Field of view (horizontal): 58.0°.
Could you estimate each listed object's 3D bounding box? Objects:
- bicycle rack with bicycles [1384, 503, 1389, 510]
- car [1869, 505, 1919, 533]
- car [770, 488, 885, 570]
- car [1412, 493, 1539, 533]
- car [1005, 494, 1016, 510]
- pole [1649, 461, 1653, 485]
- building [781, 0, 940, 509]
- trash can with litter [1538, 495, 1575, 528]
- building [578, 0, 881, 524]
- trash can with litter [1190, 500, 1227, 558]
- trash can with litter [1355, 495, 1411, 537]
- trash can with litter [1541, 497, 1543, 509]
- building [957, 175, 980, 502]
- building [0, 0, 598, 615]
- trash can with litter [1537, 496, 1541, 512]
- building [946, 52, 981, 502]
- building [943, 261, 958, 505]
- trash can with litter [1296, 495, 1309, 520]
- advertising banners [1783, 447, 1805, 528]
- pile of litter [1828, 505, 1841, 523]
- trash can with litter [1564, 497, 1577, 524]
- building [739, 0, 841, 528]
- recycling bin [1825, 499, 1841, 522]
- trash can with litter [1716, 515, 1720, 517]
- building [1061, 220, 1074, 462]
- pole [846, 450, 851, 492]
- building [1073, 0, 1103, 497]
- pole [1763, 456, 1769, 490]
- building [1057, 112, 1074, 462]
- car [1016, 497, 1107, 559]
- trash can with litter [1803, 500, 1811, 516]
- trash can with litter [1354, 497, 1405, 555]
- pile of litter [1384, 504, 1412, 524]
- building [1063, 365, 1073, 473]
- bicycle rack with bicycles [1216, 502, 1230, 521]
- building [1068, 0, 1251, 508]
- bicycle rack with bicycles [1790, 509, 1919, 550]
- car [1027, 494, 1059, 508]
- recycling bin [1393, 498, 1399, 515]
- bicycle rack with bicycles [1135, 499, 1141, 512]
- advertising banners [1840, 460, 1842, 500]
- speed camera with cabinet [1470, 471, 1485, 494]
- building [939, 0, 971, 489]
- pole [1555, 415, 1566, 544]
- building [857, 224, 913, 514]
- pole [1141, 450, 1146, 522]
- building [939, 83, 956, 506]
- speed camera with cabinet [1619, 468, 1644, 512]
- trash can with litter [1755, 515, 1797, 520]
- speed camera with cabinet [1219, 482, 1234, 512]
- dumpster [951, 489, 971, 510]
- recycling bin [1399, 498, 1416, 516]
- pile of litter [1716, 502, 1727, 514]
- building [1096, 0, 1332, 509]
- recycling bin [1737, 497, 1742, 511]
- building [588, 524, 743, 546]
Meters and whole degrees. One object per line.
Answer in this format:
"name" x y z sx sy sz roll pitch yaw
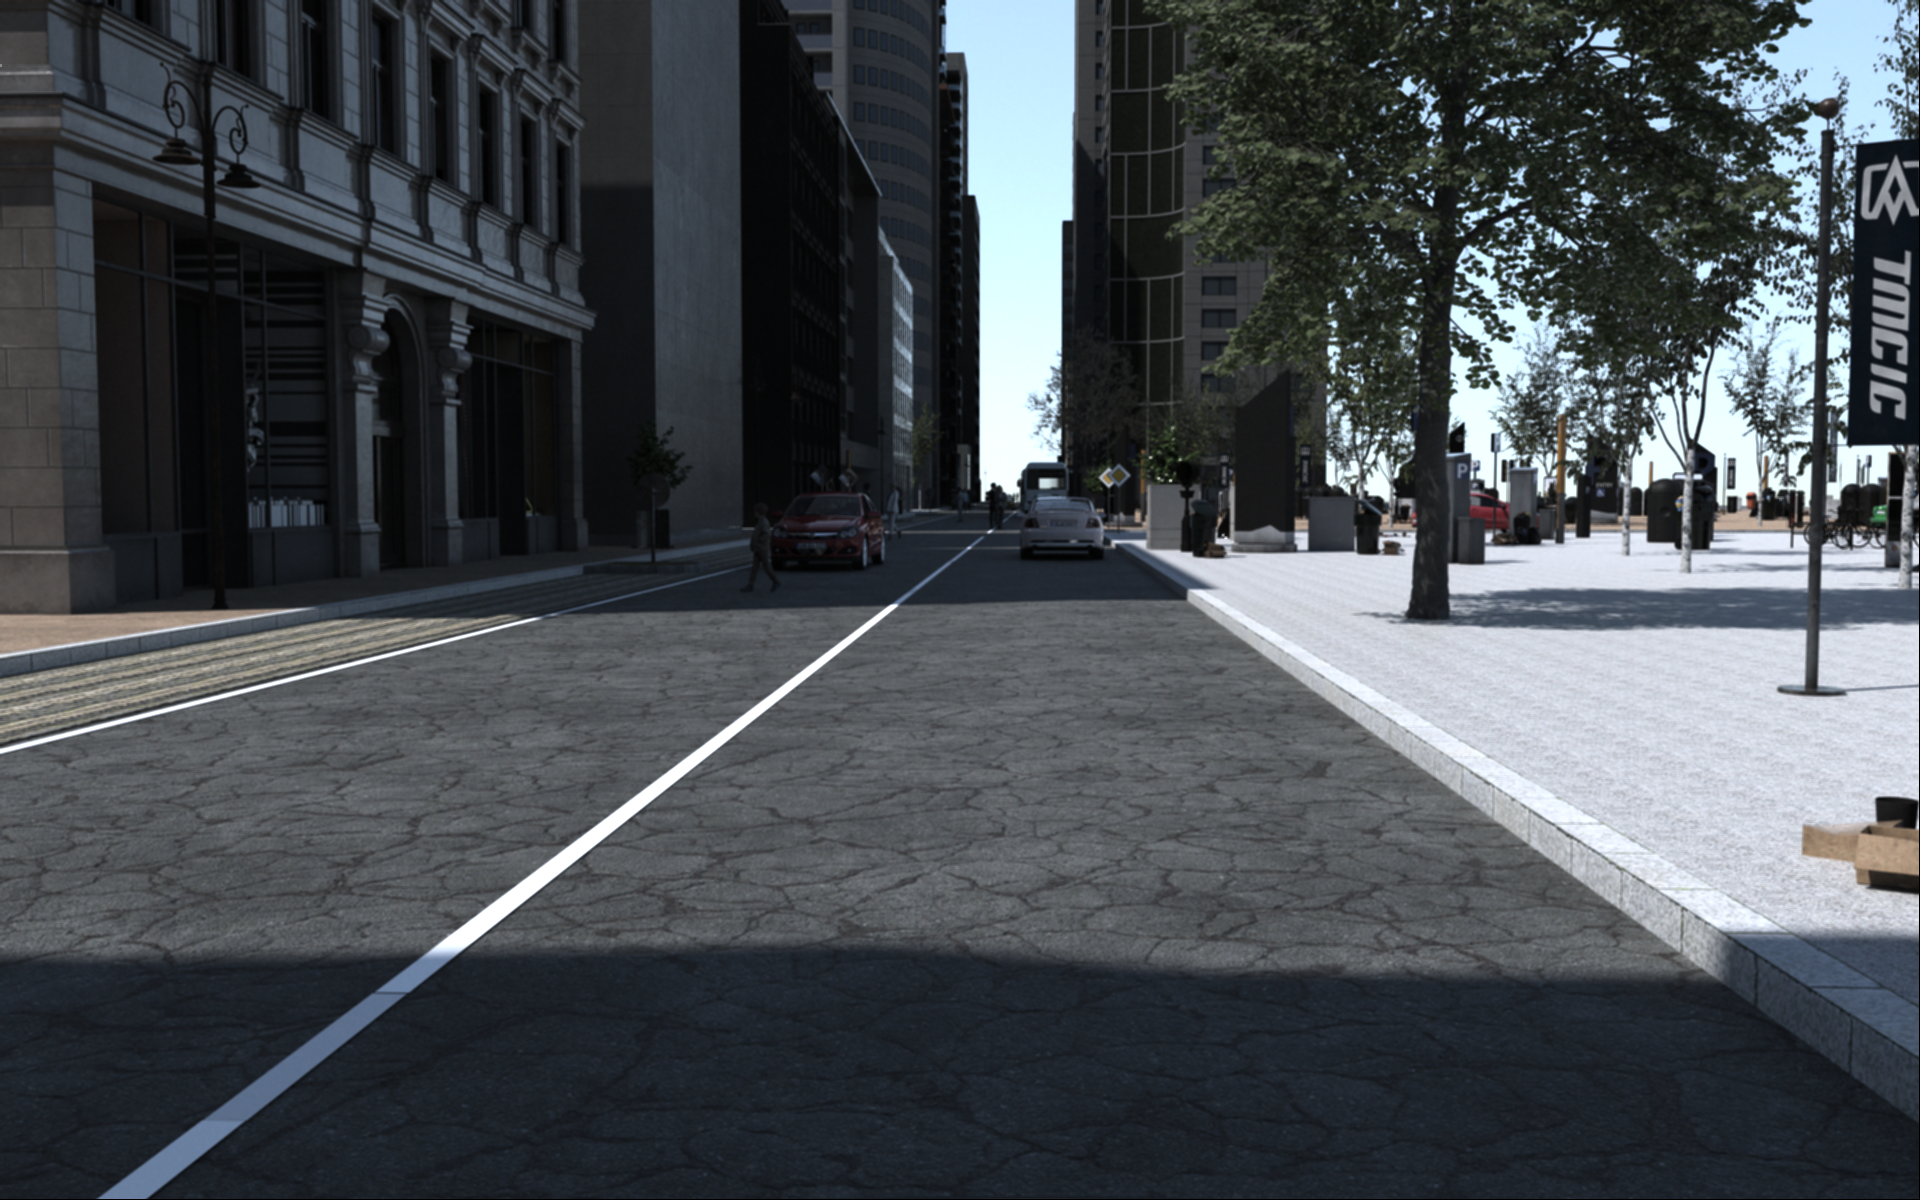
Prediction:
"bicycle rack with bicycles" 31.713 -6.870 125.706 2.852 0.926 2.925 0 4 1
"car" 33.187 -3.019 58.161 4.718 1.807 1.959 0 4 2
"car" -2.561 -1.528 34.028 2.155 1.783 4.494 0 4 5
"car" 18.070 -3.138 60.350 4.494 1.783 2.155 0 4 2
"car" 4.015 -8.846 154.857 2.015 1.641 3.980 0 4 1
"pole" 43.009 -6.973 107.853 0.158 3.312 0.155 0 3 0
"building" -13.101 -37.402 153.527 21.231 58.520 28.212 0 4 3
"trash can with litter" 22.407 -3.390 66.482 2.233 1.210 1.678 2 4 27
"building" -12.750 -16.932 95.909 14.314 24.678 30.058 0 4 3
"trash can with litter" 5.082 -1.445 35.015 0.624 1.170 1.055 -1 4 -19
"trash can with litter" 12.674 -2.505 52.007 2.233 1.210 1.678 1 4 22
"trash can with litter" 27.636 -4.226 80.476 0.624 1.170 1.055 3 5 41
"building" -7.953 -39.277 265.877 21.300 48.544 21.600 0 4 3
"building" -13.807 -10.300 19.313 10.553 20.767 40.483 0 4 3
"trash can with litter" 36.409 -5.964 108.904 0.624 1.170 1.055 2 4 32
"building" -6.845 -51.864 286.223 20.563 71.187 20.611 0 4 3
"building" -7.588 -26.448 204.119 14.160 30.474 14.107 0 4 3
"trash can with litter" 17.787 -4.671 87.432 2.233 1.210 1.678 -2 4 -35
"advertising banners" 31.367 -4.221 65.205 2.074 3.025 0.090 -3 5 -43
"pile of litter" 38.671 -3.789 75.908 1.176 0.858 1.719 1 4 23
"trash can with litter" 25.903 -3.812 73.716 1.055 1.170 0.624 -3 5 -40
"building" -12.055 -14.838 72.281 12.332 23.373 15.834 0 4 3
"recycling bin" 40.712 -4.160 80.571 0.722 1.027 0.722 2 4 32
"trash can with litter" 41.754 -5.261 97.073 2.233 1.210 1.678 -2 4 -25
"building" 22.230 -35.244 259.841 14.154 41.232 14.086 0 4 3
"pole" -5.150 -5.282 80.200 0.158 3.312 0.155 0 3 0
"building" 22.304 -38.978 179.291 21.231 58.520 28.212 0 4 3
"pole" 42.787 -6.002 91.975 0.158 3.312 0.155 0 3 0
"building" 27.229 -59.233 281.132 22.319 86.520 31.000 0 4 3
"car" 2.317 -1.662 39.540 2.083 1.381 4.827 0 4 3
"trash can with litter" 50.091 -5.544 102.027 0.624 1.170 1.055 -3 5 -39
"trash can with litter" 8.902 -1.551 36.744 1.055 1.170 0.624 2 4 28
"pile of litter" 19.392 -3.760 75.440 1.719 0.858 1.176 2 4 33
"building" 28.328 -24.077 238.693 27.650 21.520 28.899 0 4 3
"bicycle rack with bicycles" 13.209 -4.202 82.088 2.925 0.926 2.852 0 4 7
"building" 22.102 -46.792 203.304 20.563 71.187 20.611 0 4 3
"bicycle rack with bicycles" 21.051 -1.687 40.968 2.852 0.926 2.925 -1 4 -18
"car" 4.637 -4.944 92.632 2.131 1.459 4.920 0 4 4
"recycling bin" 26.162 -5.525 102.885 0.722 1.027 0.722 0 4 2
"bicycle rack with bicycles" 12.344 -6.783 124.286 2.852 0.926 2.925 0 4 -7
"advertising banners" 45.088 -5.653 88.618 0.090 3.025 2.074 2 4 24
"speed camera with cabinet" 30.435 -6.686 103.647 2.038 3.252 0.660 -2 4 -26
"building" -9.413 -56.596 238.023 22.319 86.520 31.000 0 4 3
"pole" 15.480 -3.105 44.608 0.158 3.312 0.155 0 3 0
"building" -9.071 -16.192 119.490 10.420 20.320 16.860 0 4 3
"pole" 8.451 -5.263 79.894 0.158 3.312 0.155 0 3 0
"building" -11.808 -32.280 182.404 22.147 44.769 28.867 0 4 3
"speed camera with cabinet" 48.594 -8.032 125.652 2.038 3.252 0.660 1 4 20
"trash can with litter" 40.885 -4.642 86.951 1.678 1.210 2.233 -3 4 -38
"speed camera with cabinet" 19.562 -7.982 124.845 0.660 3.252 2.038 -2 4 -32
"dumpster" 0.090 -9.033 155.901 1.865 1.857 1.264 0 4 5
"recycling bin" 26.070 -5.360 100.193 0.722 1.027 0.722 -3 5 -40
"pile of litter" 50.174 -6.151 114.533 1.719 0.858 1.176 -1 4 -16
"building" 21.116 -43.811 154.567 20.563 71.187 20.611 0 4 3
"recycling bin" 59.477 -7.348 132.694 0.722 1.027 0.722 1 4 23
"building" -22.058 -14.109 49.753 30.058 24.678 14.314 0 4 3
